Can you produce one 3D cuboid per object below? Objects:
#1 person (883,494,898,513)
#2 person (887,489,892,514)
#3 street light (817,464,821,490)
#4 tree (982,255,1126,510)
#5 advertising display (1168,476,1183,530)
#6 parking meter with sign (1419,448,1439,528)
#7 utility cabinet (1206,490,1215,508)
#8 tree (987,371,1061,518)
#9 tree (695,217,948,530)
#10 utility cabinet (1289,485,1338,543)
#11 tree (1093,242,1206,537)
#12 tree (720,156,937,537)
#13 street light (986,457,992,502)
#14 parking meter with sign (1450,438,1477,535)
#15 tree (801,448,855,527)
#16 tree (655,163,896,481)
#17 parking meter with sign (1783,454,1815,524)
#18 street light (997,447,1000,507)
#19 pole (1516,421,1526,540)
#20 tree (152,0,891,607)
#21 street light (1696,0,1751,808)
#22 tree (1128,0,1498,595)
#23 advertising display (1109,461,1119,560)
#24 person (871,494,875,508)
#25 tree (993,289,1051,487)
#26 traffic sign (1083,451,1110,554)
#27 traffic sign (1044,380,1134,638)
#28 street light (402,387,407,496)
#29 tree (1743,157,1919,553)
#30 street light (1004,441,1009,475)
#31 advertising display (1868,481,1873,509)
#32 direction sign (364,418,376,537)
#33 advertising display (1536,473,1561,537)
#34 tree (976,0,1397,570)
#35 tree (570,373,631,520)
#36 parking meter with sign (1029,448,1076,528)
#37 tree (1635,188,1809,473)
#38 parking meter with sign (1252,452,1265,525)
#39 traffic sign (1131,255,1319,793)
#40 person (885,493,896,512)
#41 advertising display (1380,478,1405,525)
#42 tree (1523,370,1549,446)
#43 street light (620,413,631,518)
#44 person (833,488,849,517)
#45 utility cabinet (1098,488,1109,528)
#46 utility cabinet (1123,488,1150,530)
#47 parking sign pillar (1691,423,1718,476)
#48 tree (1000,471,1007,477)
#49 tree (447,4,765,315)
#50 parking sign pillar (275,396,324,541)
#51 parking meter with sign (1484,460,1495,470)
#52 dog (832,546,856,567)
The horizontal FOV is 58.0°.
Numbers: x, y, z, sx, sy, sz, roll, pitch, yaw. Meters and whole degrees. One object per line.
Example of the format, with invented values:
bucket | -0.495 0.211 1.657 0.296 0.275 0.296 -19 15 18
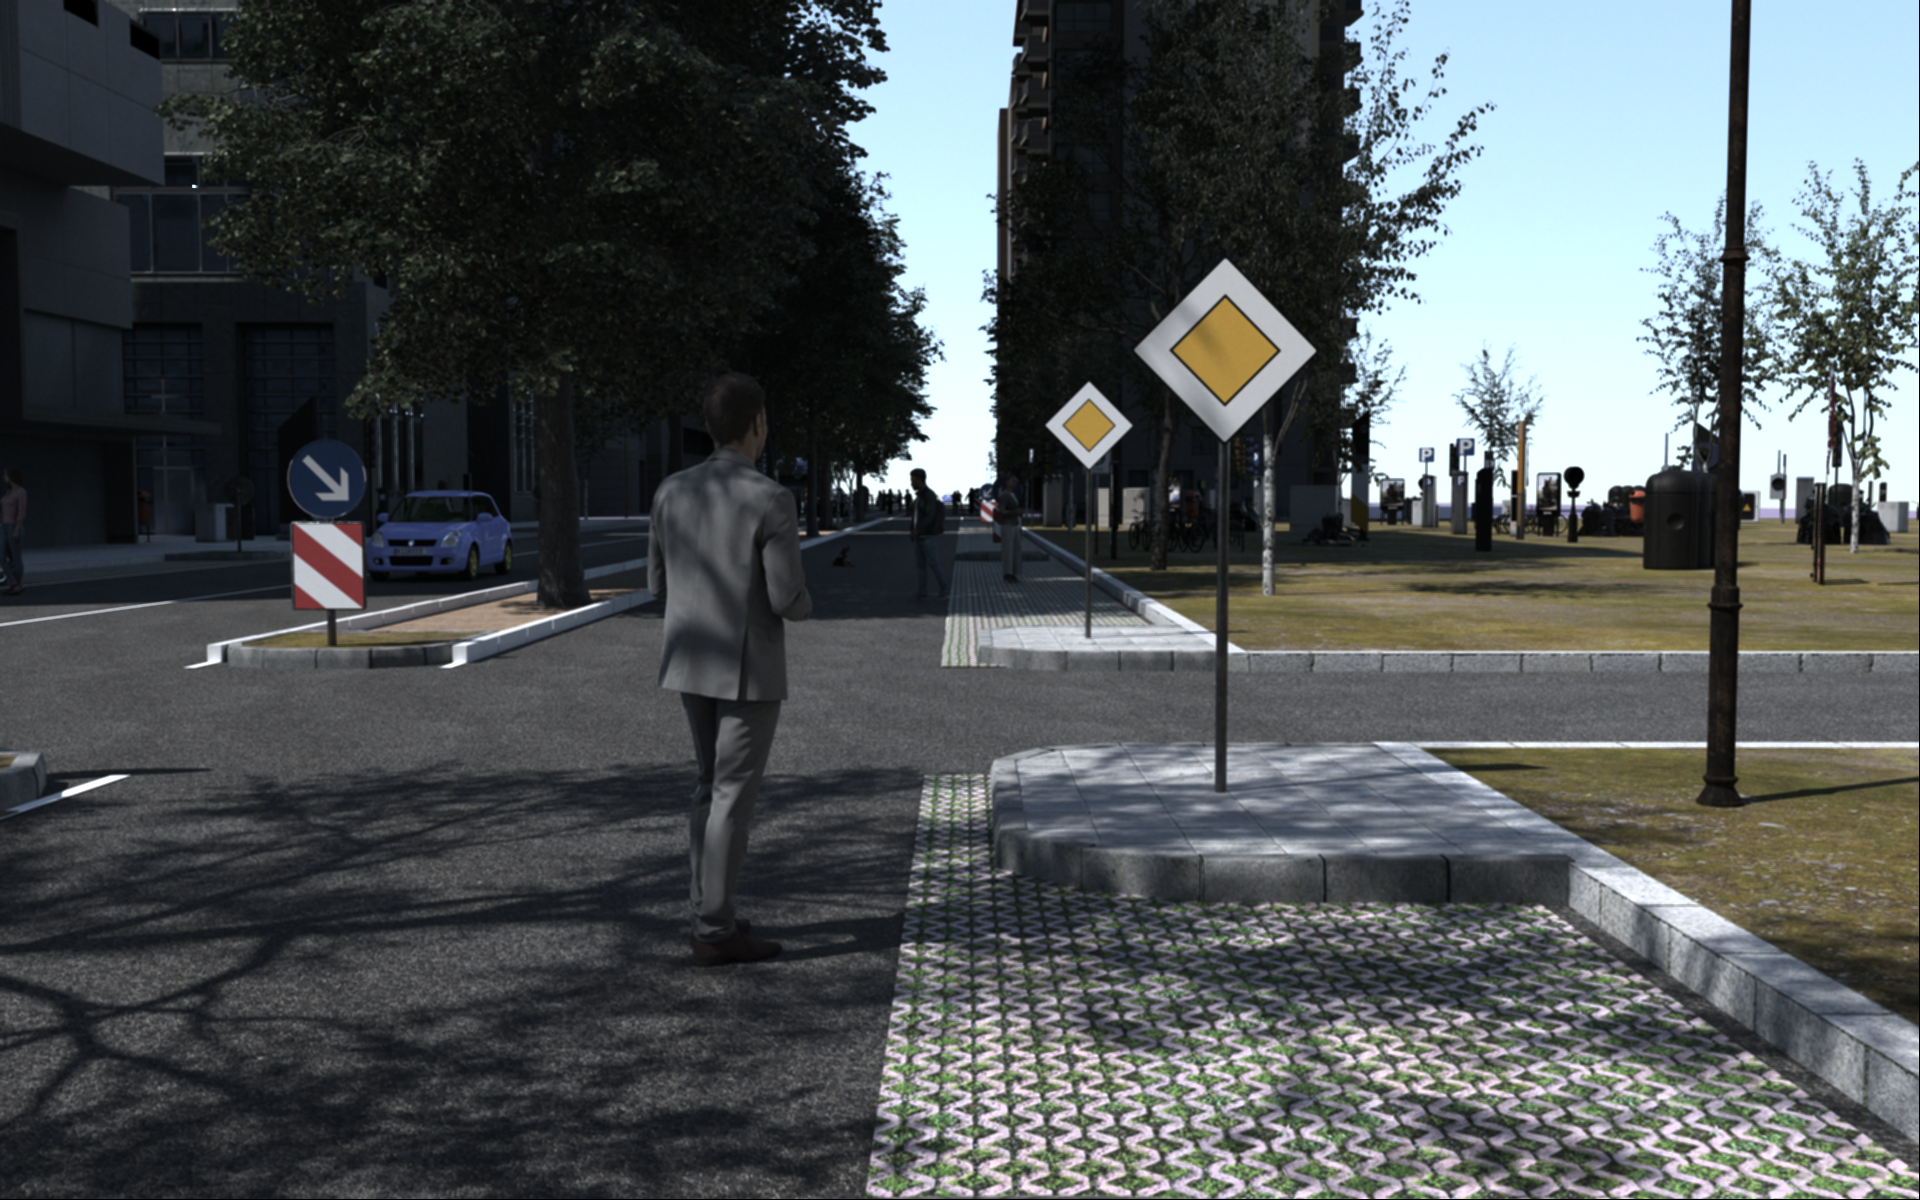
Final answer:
person | -5.197 -7.357 129.499 1.217 1.735 0.721 1 4 18
person | -4.970 -6.978 122.607 0.705 1.823 1.348 -1 4 -10
street light | -17.530 -14.859 215.734 0.468 5.910 1.993 0 4 0
tree | 4.398 -10.051 82.459 7.486 12.596 7.792 0 3 0
advertising display | 7.563 -3.462 61.819 0.123 1.923 0.974 -3 4 -36
parking meter with sign | 17.836 -4.247 65.700 0.543 3.016 1.738 2 4 25
utility cabinet | 13.037 -4.878 88.429 1.173 1.500 0.318 -3 5 -39
tree | 3.751 -8.640 91.619 4.737 8.622 4.395 0 3 0
tree | -5.282 -9.076 67.851 9.611 12.733 9.660 0 3 0
utility cabinet | 9.044 -2.177 44.265 1.173 1.500 0.318 1 4 23
tree | 6.079 -6.200 51.732 4.737 8.622 4.395 0 3 0
tree | -4.815 -8.338 56.918 7.486 12.596 7.792 0 3 0
street light | 3.712 -14.499 209.853 0.468 5.910 1.993 0 4 0
parking meter with sign | 15.842 -3.582 54.821 0.543 3.016 1.738 0 4 7
tree | -5.100 -7.782 80.063 4.737 8.622 4.395 0 3 0
tree | -5.298 -7.310 47.739 9.928 11.665 9.643 0 3 0
parking meter with sign | 36.534 -4.806 74.839 1.738 3.016 0.543 2 4 29
street light | 3.699 -11.813 165.928 0.468 5.910 1.993 0 4 0
pole | 15.737 -3.347 48.563 0.158 3.312 0.155 0 3 0
tree | -5.068 -6.883 21.656 9.857 13.997 8.962 0 3 0
street light | 3.144 -2.092 6.989 0.468 5.910 1.993 0 4 0
tree | 4.115 -4.356 21.579 4.360 8.622 3.978 0 3 0
advertising display | 3.033 -1.772 34.181 0.123 1.923 0.974 0 4 1
person | -9.217 -10.433 182.333 0.557 1.426 1.065 1 4 14
tree | 3.479 -6.583 58.002 4.360 8.622 3.978 0 3 0
traffic sign | 2.898 -2.116 36.723 0.606 2.300 0.079 0 4 5
traffic sign | 1.140 -0.718 15.380 0.795 2.450 0.064 0 4 0
street light | -17.830 -5.065 55.601 0.468 5.910 1.993 0 4 0
tree | 19.145 -5.313 37.227 4.737 8.622 4.395 0 3 0
street light | 3.443 -9.368 125.947 0.468 5.910 1.993 0 4 0
advertising display | 44.671 -4.879 84.978 0.123 1.923 0.974 2 4 31
direction sign | -17.446 -3.624 51.250 0.379 3.537 0.876 0 3 0
advertising display | 17.768 -2.879 52.285 0.123 1.923 0.974 -1 4 -20
tree | 3.688 -5.777 28.870 7.601 10.594 8.767 1 4 9
tree | -18.631 -8.326 86.488 4.737 8.622 4.395 0 3 0
parking meter with sign | 3.572 -4.292 66.434 1.738 3.016 0.543 -1 4 -14
tree | 18.553 -5.642 42.614 4.360 8.622 3.978 0 3 0
parking meter with sign | 12.617 -4.683 72.823 0.543 3.016 1.738 2 4 30
traffic sign | 1.120 -0.229 7.395 0.795 2.450 0.064 0 4 0
person | -5.643 -8.026 139.868 0.705 1.807 1.348 3 4 38
advertising display | 17.878 -4.062 71.635 0.974 1.923 0.123 0 4 7
tree | 25.682 -8.095 82.717 4.360 8.622 3.978 0 3 0
street light | -17.806 -7.305 92.221 0.468 5.910 1.993 0 4 0
person | -7.295 -5.976 106.198 1.348 1.826 0.705 2 4 33
utility cabinet | 5.484 -3.441 64.933 0.318 1.500 1.173 -2 4 -24
utility cabinet | 6.304 -3.261 62.002 0.318 1.500 1.173 -2 4 -34
parking sign pillar | 28.203 -4.687 65.109 1.447 3.967 1.447 -3 4 -36
tree | 3.629 -9.087 143.181 1.663 3.219 1.824 0 3 0
tree | -5.364 -5.772 31.236 8.767 10.594 7.601 0 4 0
parking sign pillar | -18.283 -3.648 48.109 1.447 3.967 1.447 1 4 23
parking meter with sign | 26.620 -5.631 88.334 0.543 3.016 1.738 -1 4 -9
dog | -2.286 -0.871 34.434 0.550 0.427 0.748 0 4 6
